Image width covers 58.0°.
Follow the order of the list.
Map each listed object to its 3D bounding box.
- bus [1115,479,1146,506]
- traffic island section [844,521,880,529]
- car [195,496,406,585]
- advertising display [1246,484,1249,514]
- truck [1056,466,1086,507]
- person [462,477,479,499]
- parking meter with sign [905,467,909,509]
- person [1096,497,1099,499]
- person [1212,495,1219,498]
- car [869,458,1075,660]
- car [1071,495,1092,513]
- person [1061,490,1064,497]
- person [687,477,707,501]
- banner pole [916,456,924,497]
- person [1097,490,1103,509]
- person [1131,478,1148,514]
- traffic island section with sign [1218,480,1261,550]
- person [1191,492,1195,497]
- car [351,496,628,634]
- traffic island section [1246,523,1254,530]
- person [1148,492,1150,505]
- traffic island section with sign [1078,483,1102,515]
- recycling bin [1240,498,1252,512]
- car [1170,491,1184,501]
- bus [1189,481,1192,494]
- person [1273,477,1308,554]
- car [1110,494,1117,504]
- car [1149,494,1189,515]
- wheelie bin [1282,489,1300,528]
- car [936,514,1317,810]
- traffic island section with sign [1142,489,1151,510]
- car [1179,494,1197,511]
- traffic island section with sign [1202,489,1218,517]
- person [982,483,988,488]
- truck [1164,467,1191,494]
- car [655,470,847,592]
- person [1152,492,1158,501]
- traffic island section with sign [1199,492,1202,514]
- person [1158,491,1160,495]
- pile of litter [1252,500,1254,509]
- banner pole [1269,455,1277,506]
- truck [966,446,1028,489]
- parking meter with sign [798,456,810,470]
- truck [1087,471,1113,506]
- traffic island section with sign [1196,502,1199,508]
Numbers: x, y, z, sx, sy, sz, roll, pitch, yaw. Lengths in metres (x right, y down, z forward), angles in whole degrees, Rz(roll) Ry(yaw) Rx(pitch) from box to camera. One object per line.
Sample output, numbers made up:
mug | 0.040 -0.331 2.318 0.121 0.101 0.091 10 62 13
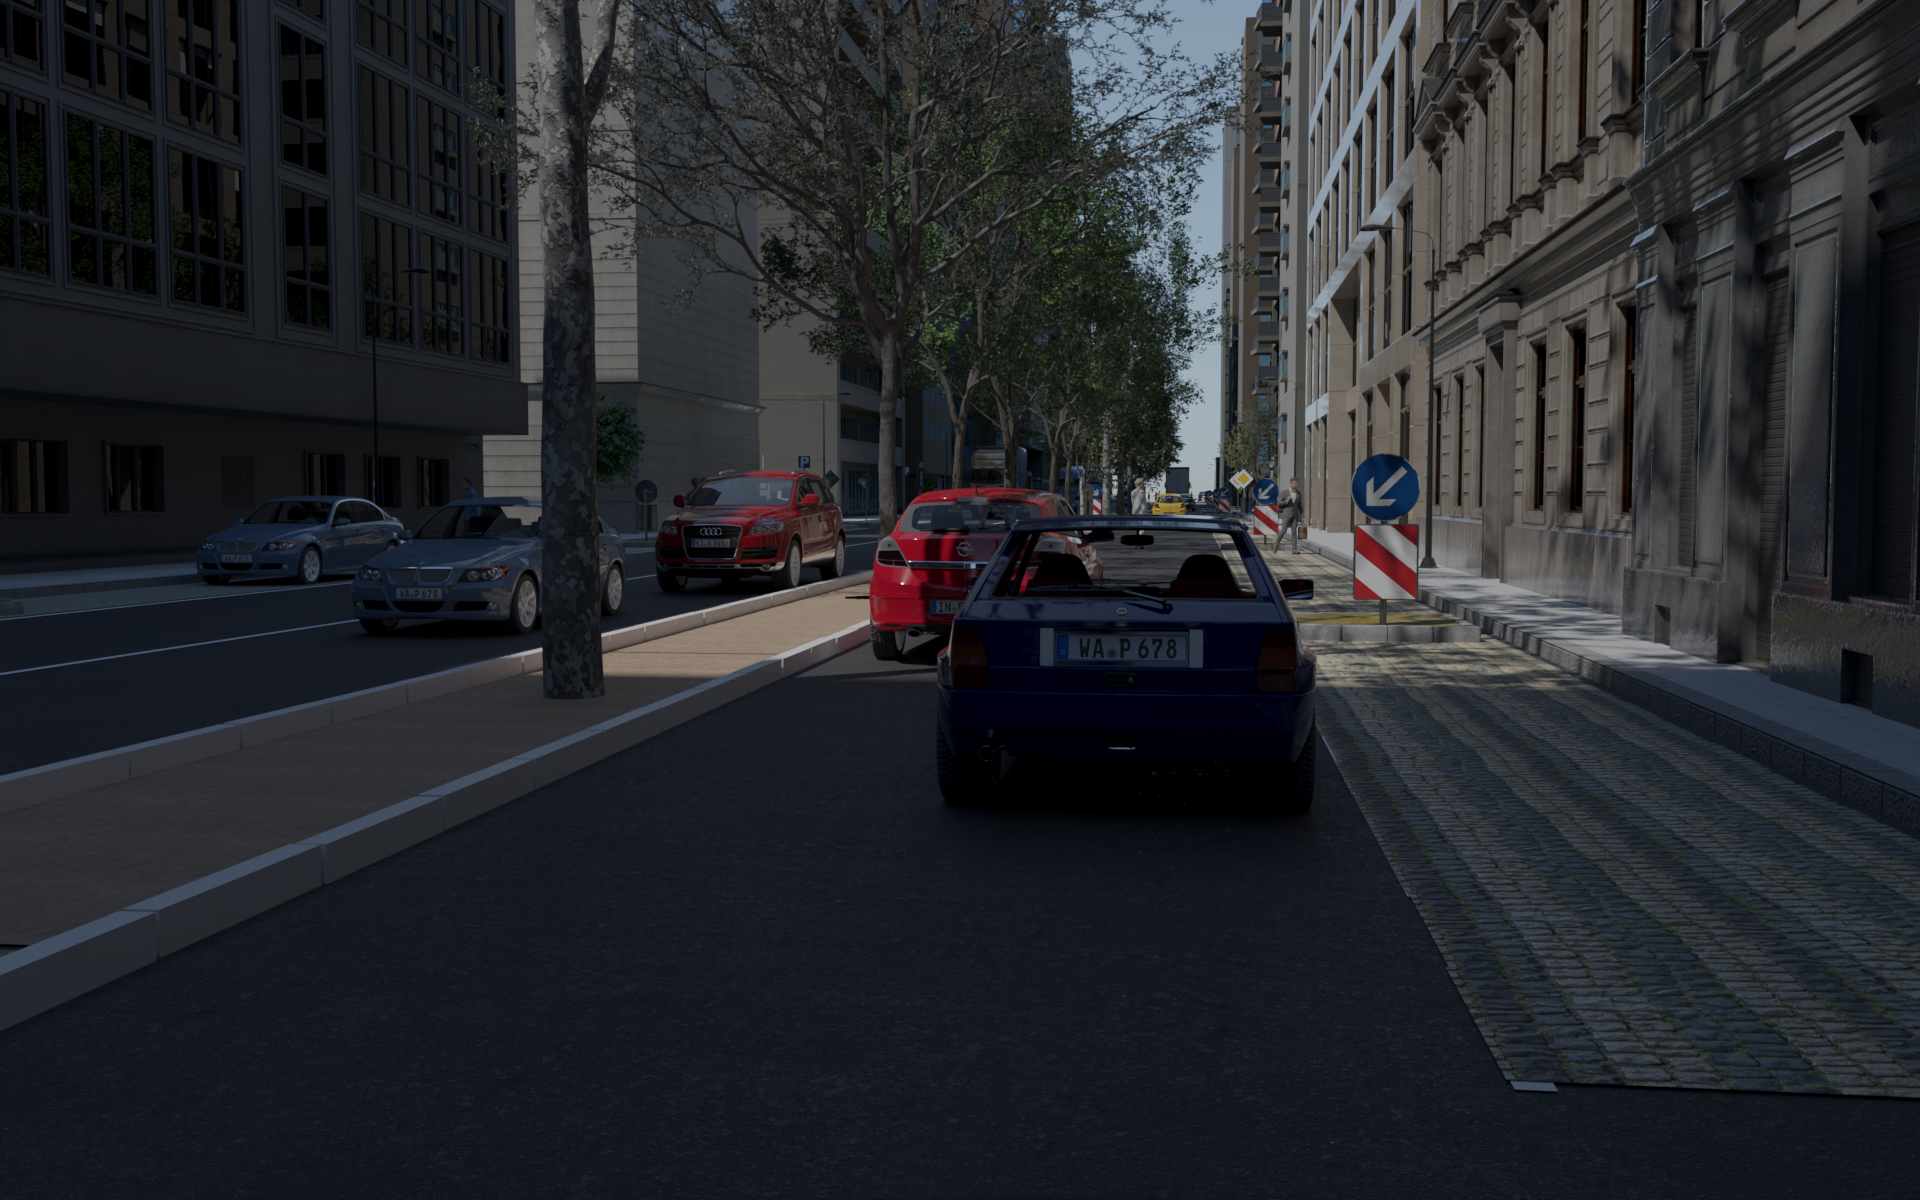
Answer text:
bus | 20.479 -12.958 206.730 2.948 3.499 13.247 1 4 10
traffic island section | -4.307 -3.490 79.335 2.009 0.180 2.903 0 4 8
car | -10.819 -1.024 28.741 2.014 1.417 4.499 0 4 8
advertising display | 18.789 -6.612 113.327 0.123 1.923 0.974 0 4 5
truck | 11.369 -11.183 172.599 2.967 4.110 18.799 0 4 6
person | -9.950 -1.625 35.405 0.444 1.785 0.601 -1 4 -18
parking meter with sign | -4.154 -7.079 112.007 1.738 3.016 0.543 2 4 30
person | 14.466 -10.597 182.681 0.541 1.710 0.530 -1 4 -9
person | 26.547 -10.489 180.540 0.990 1.755 0.434 -1 4 -16
car | 0.353 -0.447 16.346 2.155 1.783 4.494 1 4 8
car | 9.506 -7.386 132.766 2.014 1.417 4.499 1 4 8
person | 9.576 -9.326 160.965 0.705 1.826 1.348 0 4 2
person | -5.978 -1.929 40.009 0.573 1.828 0.580 1 4 21
banner pole | -2.642 -7.548 113.425 0.401 3.779 0.863 3 5 43
person | 14.069 -9.885 170.208 1.350 1.814 0.705 1 4 19
person | 4.583 -2.208 44.485 0.514 1.842 0.818 2 4 34
traffic island section with sign | 7.695 -2.186 44.376 1.989 1.847 2.006 0 4 8
person | 38.468 -17.068 287.564 1.348 1.823 0.705 -2 4 -34
car | -5.088 -0.447 19.316 2.014 1.417 4.499 0 4 7
traffic island section | 12.386 -3.354 77.113 2.009 0.180 2.903 0 4 8
person | 24.477 -13.153 224.464 0.530 1.710 0.541 2 4 23
traffic island section with sign | 6.055 -4.249 77.612 2.006 1.907 1.989 0 4 8
recycling bin | 20.184 -6.698 122.061 0.722 1.027 0.722 0 4 -1
car | 15.841 -7.337 130.183 2.015 1.641 3.980 0 4 8
bus | 34.547 -17.010 269.660 2.896 3.916 12.252 1 4 9
person | 7.807 -1.988 40.960 0.622 1.834 0.822 -2 4 -25
car | 22.452 -14.856 254.890 2.014 1.417 4.499 0 4 7
car | 10.747 -4.817 88.979 2.015 1.641 3.980 0 4 6
wheelie bin | 12.611 -3.557 66.061 0.693 1.594 0.980 0 4 5
car | 0.938 0.202 9.284 1.945 1.354 3.894 0 4 8
traffic island section with sign | 15.978 -8.805 152.095 2.006 1.907 1.989 0 4 8
car | 18.833 -8.169 145.353 2.131 1.459 4.920 0 4 8
traffic island section with sign | 15.043 -5.555 99.450 1.989 1.847 2.006 0 4 8
person | 0.769 -2.858 55.567 0.374 1.781 0.599 3 5 40
truck | 23.081 -11.923 183.855 2.839 4.237 11.283 0 4 7
car | -3.150 -1.118 26.954 2.281 1.827 5.304 0 4 8
person | 25.692 -13.354 227.558 1.217 1.743 0.721 -3 5 -39
traffic island section with sign | 18.602 -7.189 126.170 1.989 1.847 2.006 0 4 8
person | 24.533 -12.479 212.401 0.599 1.838 0.709 1 4 10
pile of litter | 24.915 -8.219 148.351 1.176 0.858 1.719 0 4 8
banner pole | 20.002 -7.372 110.546 0.401 3.779 0.863 -2 4 -35
truck | 2.305 -6.974 102.930 2.839 4.237 11.283 0 4 7
parking meter with sign | -7.459 -5.116 79.909 0.543 3.016 1.738 -2 4 -25
truck | 16.866 -13.507 209.749 2.839 4.237 11.283 1 4 9
traffic island section with sign | 25.288 -10.258 176.338 1.989 1.847 2.006 0 4 8
